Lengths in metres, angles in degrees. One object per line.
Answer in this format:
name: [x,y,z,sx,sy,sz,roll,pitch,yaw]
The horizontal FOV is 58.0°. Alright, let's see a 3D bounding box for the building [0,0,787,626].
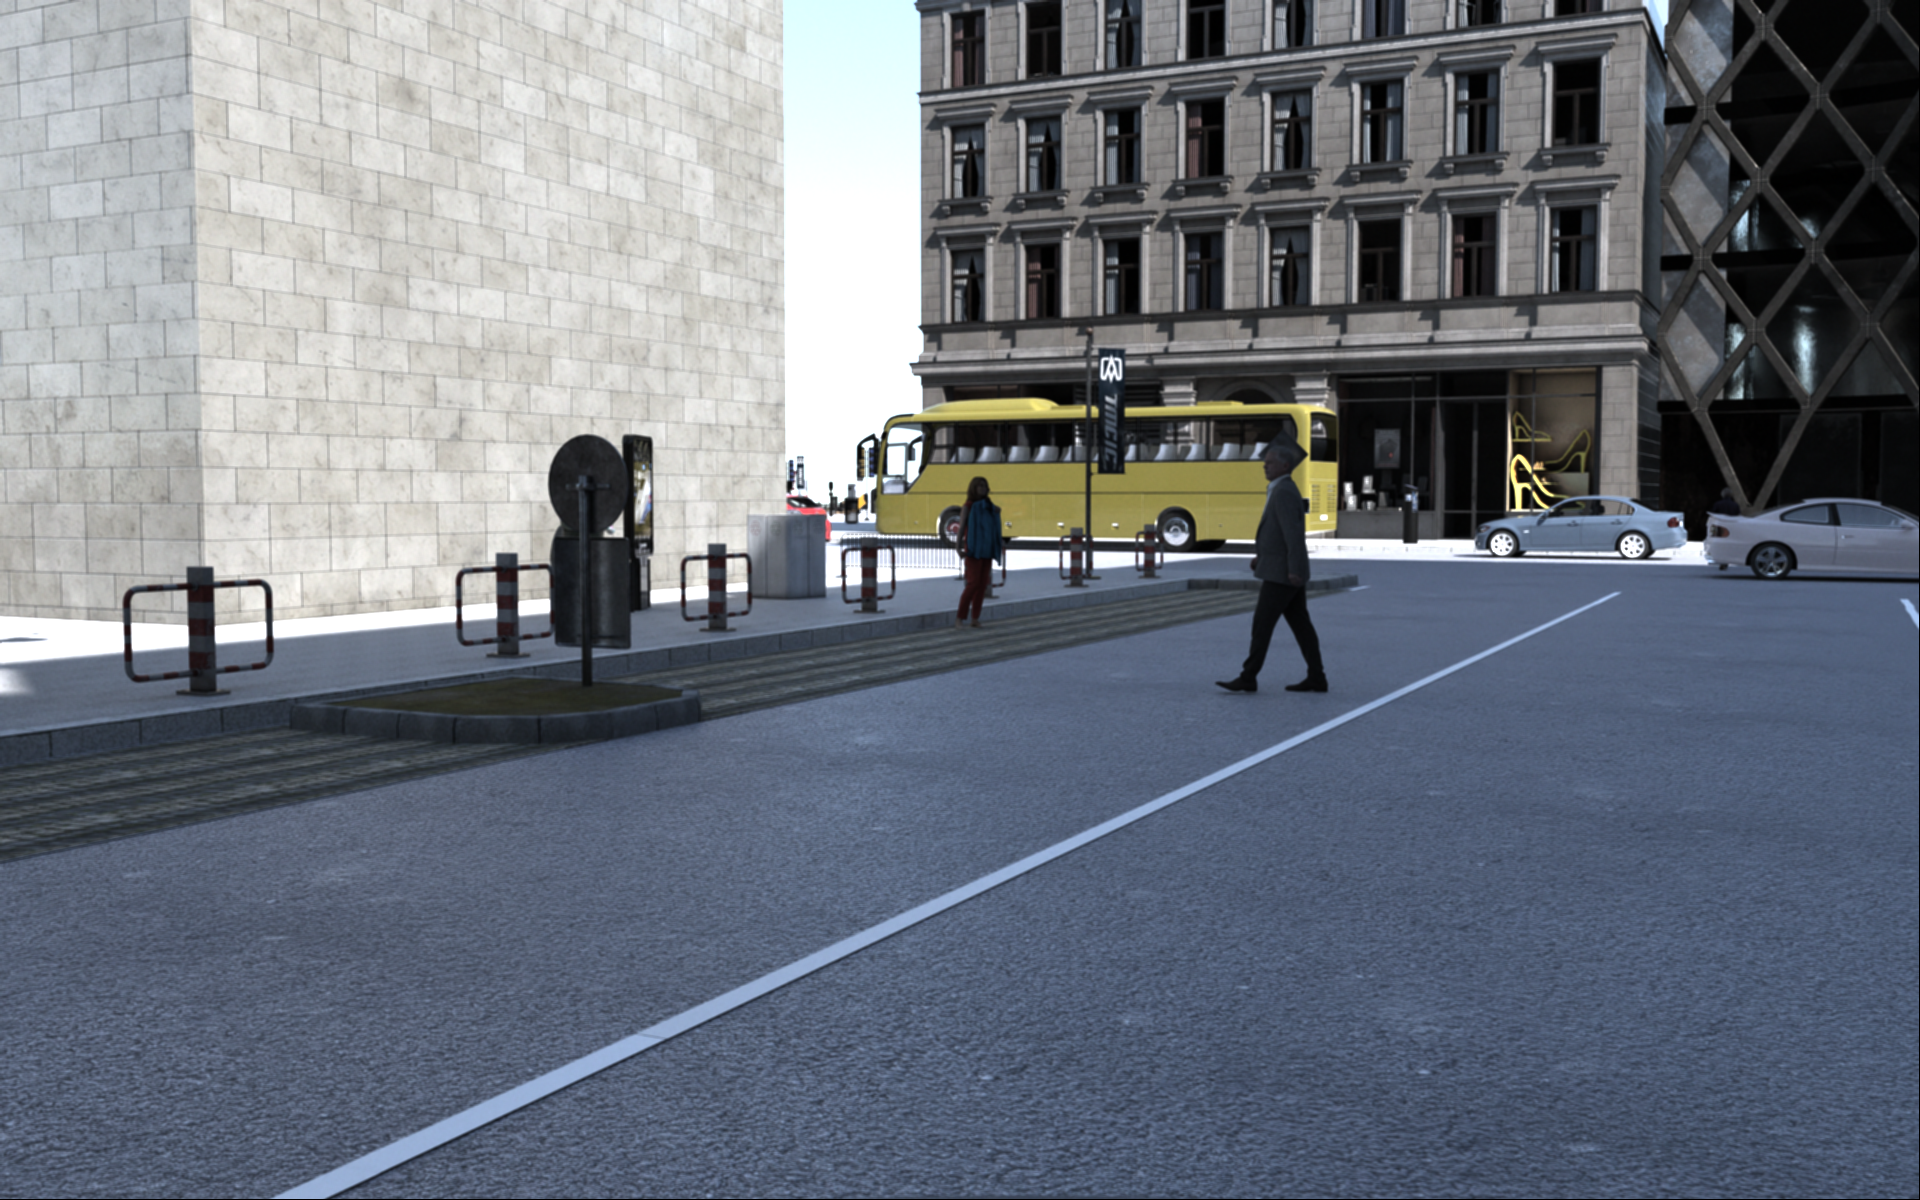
building: [-12.438,-10.384,24.531,16.860,20.320,10.420,2,4,27]

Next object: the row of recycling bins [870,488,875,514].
row of recycling bins: [-4.406,-6.526,113.814,3.534,1.692,1.069,-3,5,-39]

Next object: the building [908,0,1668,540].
building: [1.877,-12.643,57.615,40.483,20.767,10.553,2,4,27]

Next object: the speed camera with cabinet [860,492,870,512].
speed camera with cabinet: [-6.456,-8.091,126.625,2.038,3.252,0.660,0,4,-3]

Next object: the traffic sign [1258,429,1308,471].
traffic sign: [4.983,-1.417,26.809,0.795,2.450,0.064,2,4,27]

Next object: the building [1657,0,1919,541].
building: [28.865,-11.018,47.595,16.811,18.784,16.820,2,4,27]

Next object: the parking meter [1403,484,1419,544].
parking meter: [11.675,-2.229,44.849,0.372,1.533,0.369,0,3,0]

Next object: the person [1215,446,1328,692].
person: [2.251,-0.221,12.505,0.834,1.777,0.661,0,4,1]

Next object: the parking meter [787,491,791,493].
parking meter: [-10.683,-6.211,107.269,0.255,1.863,0.399,3,4,36]

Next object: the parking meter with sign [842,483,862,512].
parking meter with sign: [-7.648,-7.773,123.353,1.738,3.016,0.543,3,4,37]

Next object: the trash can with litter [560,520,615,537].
trash can with litter: [-4.495,-0.574,20.777,0.624,1.170,1.055,0,4,-6]

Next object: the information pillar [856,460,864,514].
information pillar: [-6.486,-7.385,112.102,0.504,3.616,0.183,0,4,8]

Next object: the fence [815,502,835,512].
fence: [-7.732,-4.879,95.146,2.069,0.683,0.278,-2,4,-33]

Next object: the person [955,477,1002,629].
person: [0.196,-0.502,18.420,0.593,1.614,0.444,-1,4,-19]

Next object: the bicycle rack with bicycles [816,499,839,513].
bicycle rack with bicycles: [-9.543,-6.426,118.453,2.925,0.926,2.852,2,4,26]

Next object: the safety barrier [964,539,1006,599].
safety barrier: [0.312,-0.431,21.316,0.300,0.817,1.120,2,4,27]

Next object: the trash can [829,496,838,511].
trash can: [-9.578,-7.331,131.510,0.748,1.137,0.748,0,3,0]

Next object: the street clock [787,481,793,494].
street clock: [-9.235,-5.443,93.567,0.358,2.002,0.471,2,4,26]

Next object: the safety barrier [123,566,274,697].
safety barrier: [-4.851,0.196,11.079,0.300,0.817,1.120,2,4,27]

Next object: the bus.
bus: [3.303,-3.222,44.227,12.252,3.916,2.896,2,4,28]

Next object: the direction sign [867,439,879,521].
direction sign: [-3.178,-4.732,69.361,0.379,3.537,0.876,3,4,37]

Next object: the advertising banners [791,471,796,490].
advertising banners: [-13.210,-8.134,129.185,2.074,3.025,0.090,0,4,-7]

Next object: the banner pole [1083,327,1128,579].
banner pole: [2.146,-2.212,26.184,0.863,3.779,0.401,-2,4,-24]

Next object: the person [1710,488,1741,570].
person: [14.362,-1.341,32.638,0.569,1.553,0.471,3,5,45]

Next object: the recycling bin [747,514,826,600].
recycling bin: [-2.149,-0.546,21.480,0.722,1.027,0.722,3,4,37]

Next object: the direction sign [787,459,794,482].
direction sign: [-11.268,-7.406,113.079,0.876,3.537,0.379,0,4,2]

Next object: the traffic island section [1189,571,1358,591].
traffic island section: [4.958,-0.281,26.882,2.009,0.180,2.903,2,4,27]

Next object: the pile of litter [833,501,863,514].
pile of litter: [-7.635,-6.490,120.072,1.719,0.858,1.176,1,4,11]

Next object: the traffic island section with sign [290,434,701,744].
traffic island section with sign: [-2.725,-0.137,10.863,1.989,1.847,2.006,2,4,27]

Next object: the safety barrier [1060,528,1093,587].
safety barrier: [1.609,-0.588,23.892,0.300,0.817,1.120,2,4,27]

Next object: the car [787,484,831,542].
car: [-5.274,-1.983,41.458,4.494,1.783,2.155,2,4,25]

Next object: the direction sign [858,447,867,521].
direction sign: [-4.479,-5.580,83.235,0.876,3.537,0.379,-2,4,-31]

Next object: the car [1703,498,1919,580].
car: [15.043,-1.014,28.935,4.827,1.381,2.083,2,4,25]

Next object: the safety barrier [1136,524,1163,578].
safety barrier: [2.896,-0.744,26.446,0.300,0.817,1.120,2,4,27]

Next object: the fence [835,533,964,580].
fence: [-0.908,-0.669,26.319,2.069,0.683,0.278,1,4,22]

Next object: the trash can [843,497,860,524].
trash can: [-4.714,-3.895,75.334,0.748,1.137,0.748,0,3,0]

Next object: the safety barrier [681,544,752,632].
safety barrier: [-2.269,-0.117,16.196,0.300,0.817,1.120,2,4,27]

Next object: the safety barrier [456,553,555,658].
safety barrier: [-3.561,0.039,13.631,0.300,0.817,1.120,2,4,27]

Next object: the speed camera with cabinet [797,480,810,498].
speed camera with cabinet: [-9.415,-6.731,104.386,0.660,3.252,2.038,-1,4,-12]

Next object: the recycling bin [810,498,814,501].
recycling bin: [-10.822,-6.719,122.413,0.722,1.027,0.722,2,4,29]

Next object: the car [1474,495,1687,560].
car: [13.860,-1.639,38.804,4.499,1.417,2.014,2,4,28]

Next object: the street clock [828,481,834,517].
street clock: [-7.329,-5.738,98.386,0.358,2.002,0.471,-1,4,-13]

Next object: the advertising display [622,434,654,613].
advertising display: [-3.554,-0.853,19.160,0.123,1.923,0.974,0,4,2]

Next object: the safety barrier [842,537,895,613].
safety barrier: [-0.982,-0.274,18.750,0.300,0.817,1.120,2,4,27]

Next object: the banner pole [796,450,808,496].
banner pole: [-8.974,-6.678,99.199,0.863,3.779,0.401,0,4,1]
